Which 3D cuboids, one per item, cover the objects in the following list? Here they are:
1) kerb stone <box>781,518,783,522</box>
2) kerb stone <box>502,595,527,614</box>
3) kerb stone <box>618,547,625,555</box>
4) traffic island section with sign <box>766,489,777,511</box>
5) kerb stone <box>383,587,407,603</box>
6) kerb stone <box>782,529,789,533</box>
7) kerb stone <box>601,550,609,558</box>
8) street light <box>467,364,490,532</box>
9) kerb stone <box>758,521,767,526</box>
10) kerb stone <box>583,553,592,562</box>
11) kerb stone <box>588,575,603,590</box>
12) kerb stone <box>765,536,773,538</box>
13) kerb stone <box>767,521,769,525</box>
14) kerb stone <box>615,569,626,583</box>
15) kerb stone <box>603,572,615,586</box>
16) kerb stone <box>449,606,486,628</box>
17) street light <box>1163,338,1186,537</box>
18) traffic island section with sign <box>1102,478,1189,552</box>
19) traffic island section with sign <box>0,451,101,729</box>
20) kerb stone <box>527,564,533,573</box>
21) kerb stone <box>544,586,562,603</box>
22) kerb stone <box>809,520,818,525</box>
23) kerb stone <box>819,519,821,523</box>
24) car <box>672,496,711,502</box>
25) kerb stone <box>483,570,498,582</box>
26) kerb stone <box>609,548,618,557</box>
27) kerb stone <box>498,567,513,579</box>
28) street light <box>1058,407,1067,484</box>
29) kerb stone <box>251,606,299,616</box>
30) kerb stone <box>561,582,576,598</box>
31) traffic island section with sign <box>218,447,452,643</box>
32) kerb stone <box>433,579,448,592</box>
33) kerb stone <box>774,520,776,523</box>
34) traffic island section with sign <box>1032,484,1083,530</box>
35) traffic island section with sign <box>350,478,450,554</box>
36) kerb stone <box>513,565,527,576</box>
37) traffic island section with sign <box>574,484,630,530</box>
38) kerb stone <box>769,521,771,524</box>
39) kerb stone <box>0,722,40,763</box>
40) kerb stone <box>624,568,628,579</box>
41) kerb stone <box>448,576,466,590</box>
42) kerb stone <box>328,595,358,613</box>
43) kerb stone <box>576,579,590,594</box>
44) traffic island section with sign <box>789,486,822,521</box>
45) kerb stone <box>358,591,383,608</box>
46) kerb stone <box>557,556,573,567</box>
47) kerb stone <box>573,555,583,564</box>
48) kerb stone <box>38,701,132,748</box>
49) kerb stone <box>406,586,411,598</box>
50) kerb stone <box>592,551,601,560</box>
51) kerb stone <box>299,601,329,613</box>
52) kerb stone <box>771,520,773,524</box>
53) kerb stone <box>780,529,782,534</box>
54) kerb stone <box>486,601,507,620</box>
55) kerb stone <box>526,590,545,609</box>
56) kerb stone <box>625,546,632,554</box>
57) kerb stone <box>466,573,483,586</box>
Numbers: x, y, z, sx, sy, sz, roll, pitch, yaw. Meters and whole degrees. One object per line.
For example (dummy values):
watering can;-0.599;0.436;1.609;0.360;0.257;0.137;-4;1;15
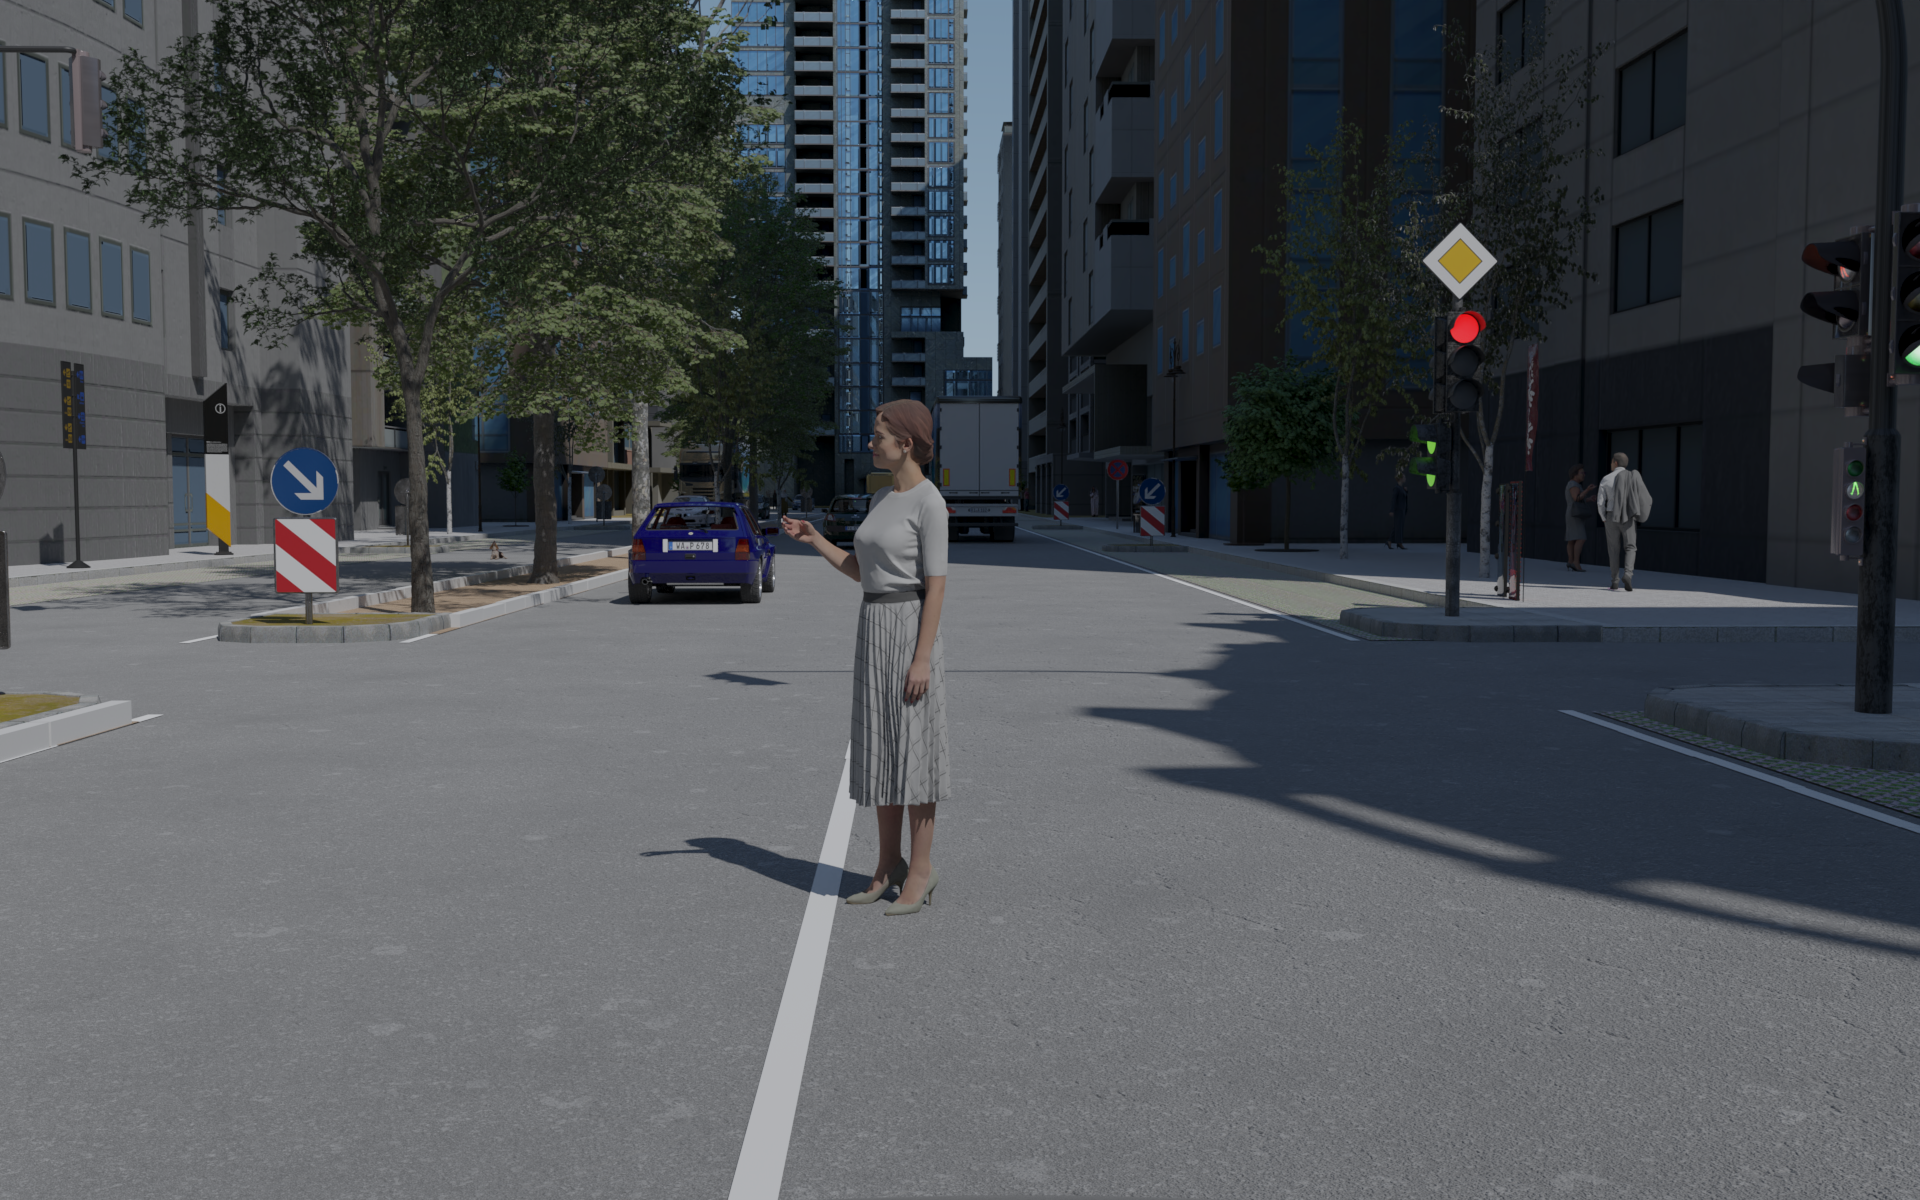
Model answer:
kerb stone;-9.195;-4.005;87.677;0.120;0.150;1.000;0;4;-1
kerb stone;-5.458;0.071;21.034;0.120;0.150;1.000;0;4;-1
kerb stone;-8.034;-1.117;40.476;0.120;0.150;1.000;0;4;-1
traffic island section with sign;-16.202;-8.508;147.739;1.989;1.847;2.006;0;4;-1
kerb stone;-7.609;-0.045;23.053;0.120;0.150;1.000;0;4;-1
kerb stone;-6.511;-2.558;64.069;0.120;0.150;1.000;0;4;-1
kerb stone;-7.988;-0.992;38.417;0.120;0.150;1.000;0;4;-1
street light;-16.376;-5.270;58.958;0.468;5.910;1.993;0;4;-1
kerb stone;-8.971;-3.440;78.446;0.120;0.150;1.000;0;4;-1
kerb stone;-7.935;-0.867;36.369;0.120;0.150;1.000;0;4;-1
kerb stone;-5.582;-0.242;26.166;0.120;0.150;1.000;0;4;-1
kerb stone;-6.365;-2.186;57.930;0.120;0.150;1.000;0;4;-1
kerb stone;-8.988;-3.501;79.473;0.120;0.150;1.000;0;4;-1
kerb stone;-5.634;-0.367;28.213;0.120;0.150;1.000;0;4;-1
kerb stone;-5.609;-0.303;27.188;0.120;0.150;1.000;0;4;-1
kerb stone;-5.410;0.196;18.987;0.120;0.150;1.000;0;4;-1
street light;6.366;-4.815;51.507;0.468;5.910;1.993;0;4;-1
traffic island section with sign;4.590;-2.117;43.248;1.989;1.847;2.006;0;4;-1
traffic island section with sign;-6.241;-0.124;10.170;2.006;1.907;1.989;0;4;-1
kerb stone;-7.816;-0.552;31.253;0.120;0.150;1.000;0;4;-1
kerb stone;-5.501;-0.052;23.080;0.120;0.150;1.000;0;4;-1
kerb stone;-6.971;-3.690;82.528;0.120;0.150;1.000;0;4;-1
kerb stone;-7.017;-3.812;84.590;0.120;0.150;1.000;0;4;-1
car;-11.756;-3.867;75.581;2.083;1.381;4.827;0;4;-1
kerb stone;-7.737;-0.366;28.176;0.120;0.150;1.000;0;4;-1
kerb stone;-8.003;-1.055;39.447;0.120;0.150;1.000;0;4;-1
kerb stone;-7.761;-0.429;29.203;0.120;0.150;1.000;0;4;-1
street light;5.430;-7.306;92.237;0.468;5.910;1.993;0;4;-1
kerb stone;-7.502;0.199;18.943;0.120;0.150;1.000;0;4;-1
kerb stone;-5.538;-0.118;24.117;0.120;0.150;1.000;0;4;-1
traffic island section with sign;-6.412;-0.577;17.575;2.006;1.907;1.989;0;4;-1
kerb stone;-7.664;-0.177;25.110;0.120;0.150;1.000;0;4;-1
kerb stone;-9.093;-3.753;83.582;0.120;0.150;1.000;0;4;-1
traffic island section with sign;3.927;-3.766;70.195;1.989;1.847;2.006;0;4;-1
traffic island section with sign;-13.620;-2.063;42.354;1.989;1.847;2.006;0;4;-1
kerb stone;-7.780;-0.491;30.225;0.120;0.150;1.000;0;4;-1
traffic island section with sign;-14.280;-3.711;69.301;1.989;1.847;2.006;0;4;-1
kerb stone;-9.011;-3.561;80.495;0.120;0.150;1.000;0;4;-1
kerb stone;-5.169;0.793;9.235;0.120;0.150;1.000;0;4;-1
kerb stone;-5.660;-0.431;29.239;0.120;0.150;1.000;0;4;-1
kerb stone;-7.686;-0.241;26.132;0.120;0.150;1.000;0;4;-1
kerb stone;-7.552;0.074;20.994;0.120;0.150;1.000;0;4;-1
kerb stone;-5.566;-0.180;25.144;0.120;0.150;1.000;0;4;-1
traffic island section with sign;-8.264;-5.172;92.691;2.006;1.907;1.989;0;4;-1
kerb stone;-7.587;0.010;22.027;0.120;0.150;1.000;0;4;-1
kerb stone;-7.886;-0.742;34.325;0.120;0.150;1.000;0;4;-1
kerb stone;-7.910;-0.804;35.347;0.120;0.150;1.000;0;4;-1
kerb stone;-5.193;0.730;10.257;0.120;0.150;1.000;0;4;-1
kerb stone;-7.635;-0.116;24.088;0.120;0.150;1.000;0;4;-1
kerb stone;-7.961;-0.924;37.391;0.120;0.150;1.000;0;4;-1
kerb stone;-7.532;0.138;19.965;0.120;0.150;1.000;0;4;-1
kerb stone;-9.040;-3.628;81.517;0.120;0.150;1.000;0;4;-1
kerb stone;-6.442;-2.367;60.998;0.120;0.150;1.000;0;4;-1
kerb stone;-5.440;0.144;20.011;0.120;0.150;1.000;0;4;-1
kerb stone;-5.483;0.008;22.058;0.120;0.150;1.000;0;4;-1
kerb stone;-8.066;-1.175;41.508;0.120;0.150;1.000;0;4;-1
kerb stone;-7.712;-0.303;27.154;0.120;0.150;1.000;0;4;-1
